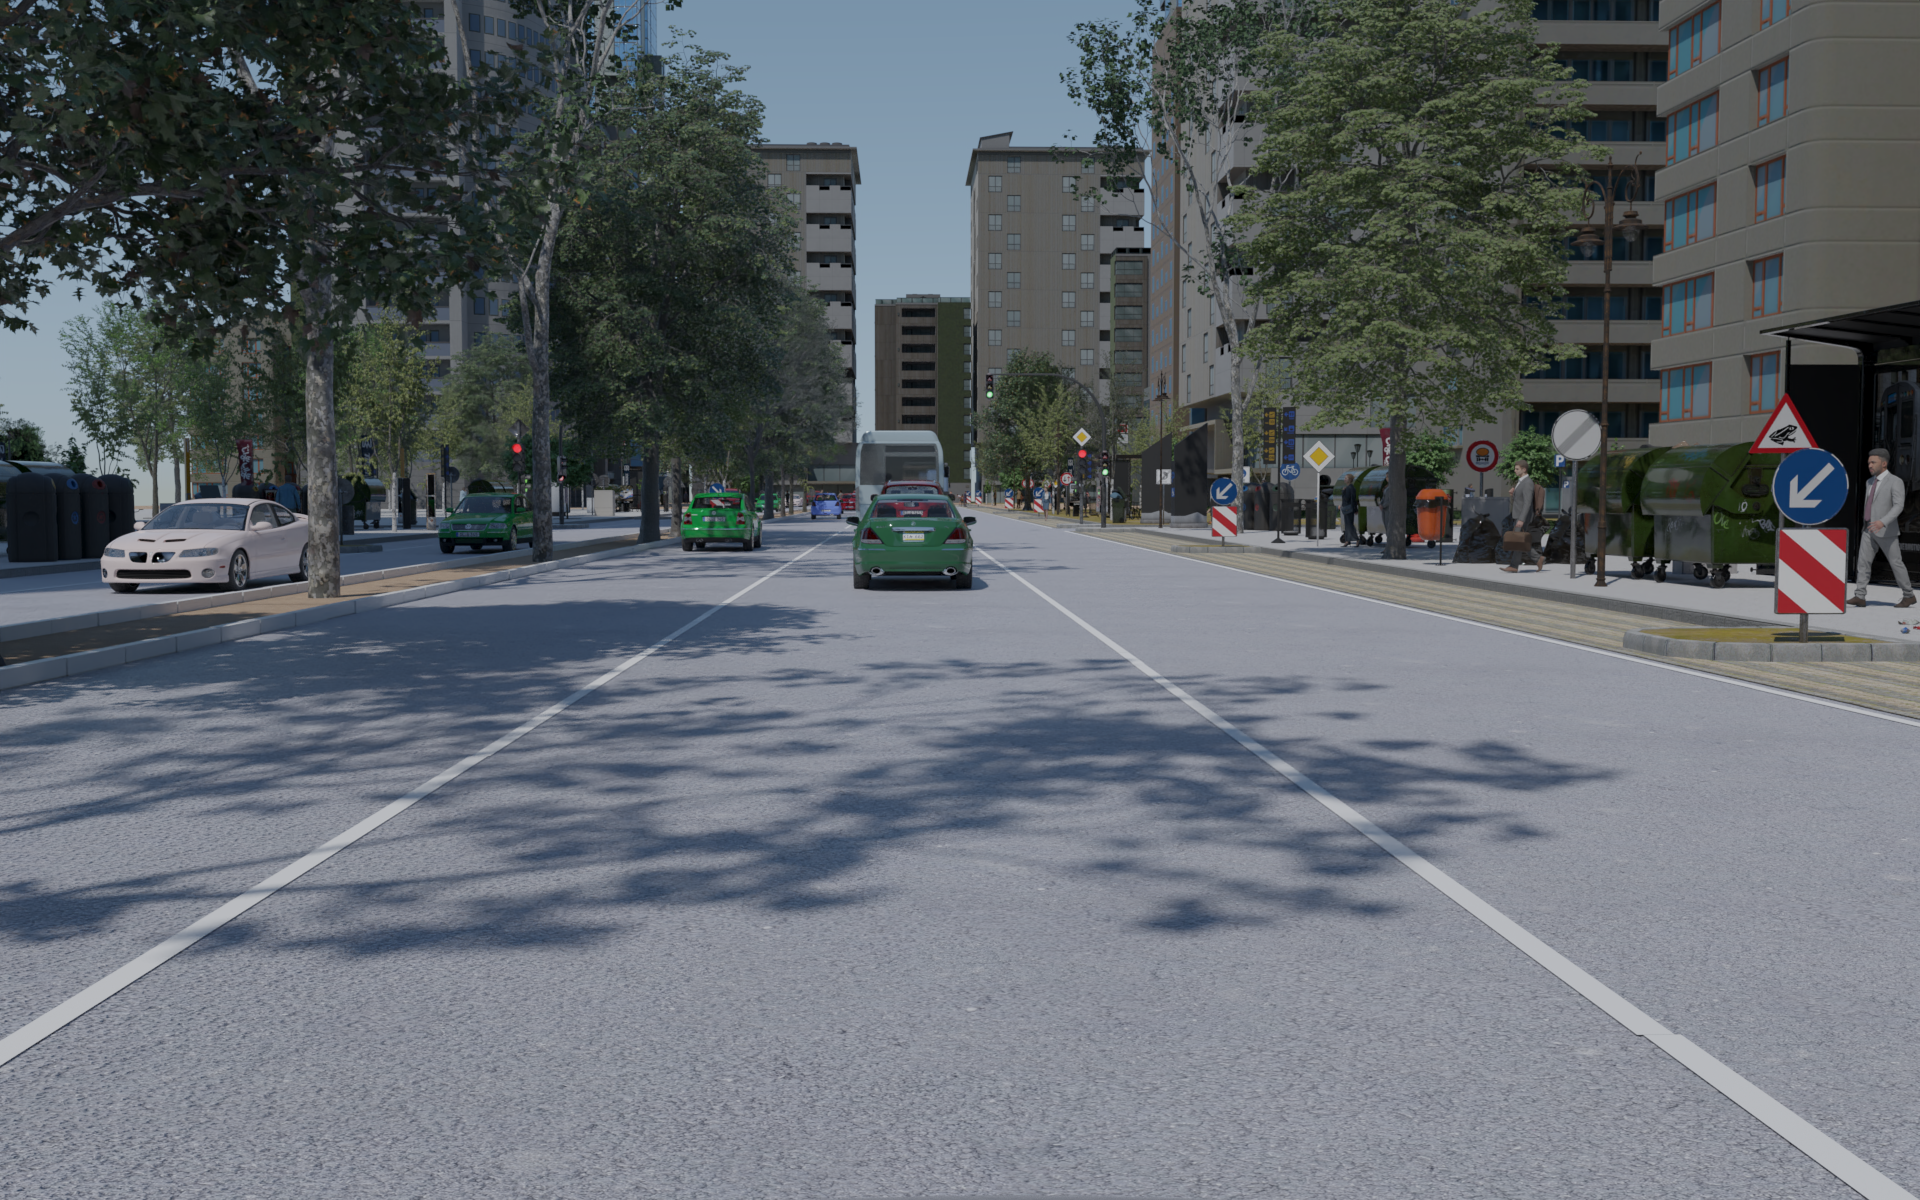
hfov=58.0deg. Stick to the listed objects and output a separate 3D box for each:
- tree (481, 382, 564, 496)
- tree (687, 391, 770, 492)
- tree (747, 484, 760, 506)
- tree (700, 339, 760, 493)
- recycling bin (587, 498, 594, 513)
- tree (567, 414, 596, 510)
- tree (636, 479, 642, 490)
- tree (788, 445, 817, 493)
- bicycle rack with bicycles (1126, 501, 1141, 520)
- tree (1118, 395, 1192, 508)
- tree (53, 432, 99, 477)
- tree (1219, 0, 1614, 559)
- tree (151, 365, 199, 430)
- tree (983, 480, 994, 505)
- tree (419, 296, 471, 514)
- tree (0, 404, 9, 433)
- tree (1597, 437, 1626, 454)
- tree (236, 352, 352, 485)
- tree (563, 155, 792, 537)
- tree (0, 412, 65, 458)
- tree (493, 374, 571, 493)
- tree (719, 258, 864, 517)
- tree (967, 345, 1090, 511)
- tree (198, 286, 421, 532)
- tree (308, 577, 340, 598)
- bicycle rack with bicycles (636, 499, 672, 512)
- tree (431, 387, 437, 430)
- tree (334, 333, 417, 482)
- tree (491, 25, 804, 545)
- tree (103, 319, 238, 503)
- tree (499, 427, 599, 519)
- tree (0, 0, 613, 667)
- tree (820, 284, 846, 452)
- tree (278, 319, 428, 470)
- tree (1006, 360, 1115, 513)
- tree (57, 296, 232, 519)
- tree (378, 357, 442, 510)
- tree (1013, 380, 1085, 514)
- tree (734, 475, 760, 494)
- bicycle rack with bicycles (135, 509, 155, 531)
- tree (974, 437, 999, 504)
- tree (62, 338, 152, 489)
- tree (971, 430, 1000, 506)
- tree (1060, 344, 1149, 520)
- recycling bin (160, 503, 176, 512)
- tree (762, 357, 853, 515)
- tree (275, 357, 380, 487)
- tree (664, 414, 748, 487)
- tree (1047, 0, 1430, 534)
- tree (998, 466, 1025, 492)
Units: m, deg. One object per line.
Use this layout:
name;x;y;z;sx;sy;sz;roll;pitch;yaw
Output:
tree;-28.605;-9.925;112.642;4.360;8.622;3.978;0;3;0
tree;-10.271;-7.479;75.099;4.360;8.622;3.978;0;3;0
tree;-23.365;-12.195;193.989;1.663;3.219;1.824;0;3;0
tree;-9.318;-6.780;63.673;4.737;8.622;4.395;0;3;0
recycling bin;-24.847;-6.426;117.622;0.722;1.027;0.722;3;4;39
tree;-31.503;-11.799;143.283;4.360;8.622;3.978;0;3;0
tree;-21.329;-7.657;119.794;1.663;3.219;1.824;0;3;0
tree;-12.370;-10.690;127.606;4.737;8.622;4.395;0;3;0
bicycle rack with bicycles;9.135;-4.506;87.063;2.852;0.926;2.925;0;4;-3
tree;15.093;-10.864;127.984;4.737;8.622;4.395;0;3;0
tree;-27.203;-3.594;53.365;1.663;3.219;1.824;0;3;0
tree;8.814;-7.096;34.141;7.486;12.596;7.792;0;3;0
tree;-32.560;-7.734;76.807;4.737;8.622;4.395;0;3;0
tree;3.334;-13.235;210.997;1.663;3.219;1.824;0;3;0
tree;-19.329;-6.623;58.644;4.737;8.622;4.395;0;3;0
tree;-46.933;-8.035;81.737;4.737;8.622;4.395;0;3;0
tree;22.257;-3.920;58.688;1.663;3.219;1.824;0;3;0
tree;-43.145;-10.869;112.126;8.767;10.594;7.601;0;4;5
tree;-9.451;-8.346;57.047;7.486;12.596;7.792;0;3;0
tree;-70.751;-9.819;123.441;11.467;7.101;20.602;-2;4;-31
tree;-26.160;-9.593;107.204;4.737;8.622;4.395;0;3;0
tree;-10.268;-10.556;85.412;12.009;13.543;11.850;0;3;0
tree;5.268;-13.214;133.060;9.611;12.733;9.660;0;3;0
tree;-19.215;-6.158;51.040;4.737;8.622;4.395;0;3;0
tree;-9.986;-10.133;24.024;12.611;20.169;13.585;0;3;0
bicycle rack with bicycles;-21.592;-6.683;122.656;2.852;0.926;2.925;-1;4;-20
tree;-35.655;-13.827;132.724;9.857;13.997;8.962;0;3;0
tree;-41.938;-12.402;120.905;7.486;12.596;7.792;0;3;0
tree;-8.732;-8.511;48.269;9.857;13.997;8.962;0;3;0
tree;-45.884;-11.141;100.278;7.486;12.596;7.792;0;3;0
tree;-19.734;-5.902;80.217;4.285;4.588;4.351;0;3;0
tree;-7.847;-5.729;13.128;9.611;12.733;9.660;0;3;0
tree;-10.746;-11.475;96.729;9.857;13.997;8.962;0;3;0
tree;-34.882;-10.637;99.668;9.928;11.665;9.643;0;3;0
tree;6.968;-11.296;119.105;8.767;10.594;7.601;2;4;29
tree;-42.129;-10.048;90.034;9.928;11.665;9.643;0;3;0
tree;-29.606;-8.658;91.923;4.360;8.622;3.978;0;3;0
tree;5.750;-9.812;110.791;4.737;8.622;4.395;0;3;0
tree;-22.451;-12.095;181.472;4.285;4.588;4.351;0;3;0
bicycle rack with bicycles;-19.223;-1.780;42.481;2.925;0.926;2.852;1;4;22
tree;3.488;-16.531;220.637;4.737;8.622;4.395;0;3;0
tree;-40.403;-8.052;82.008;4.737;8.622;4.395;0;3;0
tree;3.326;-14.558;188.382;4.360;8.622;3.978;0;3;0
tree;7.285;-8.239;85.066;4.360;8.622;3.978;0;3;0
recycling bin;-22.047;-2.222;48.882;0.722;1.027;0.722;1;4;11
tree;-12.030;-12.644;134.948;9.928;11.665;9.643;0;3;0
tree;-32.001;-8.342;86.757;4.360;8.622;3.978;0;3;0
tree;-22.408;-14.098;147.515;9.611;12.733;9.660;0;3;0
tree;8.838;-12.135;54.301;12.611;20.169;13.585;0;3;0
tree;5.002;-10.806;160.391;4.285;4.588;4.351;0;3;0
